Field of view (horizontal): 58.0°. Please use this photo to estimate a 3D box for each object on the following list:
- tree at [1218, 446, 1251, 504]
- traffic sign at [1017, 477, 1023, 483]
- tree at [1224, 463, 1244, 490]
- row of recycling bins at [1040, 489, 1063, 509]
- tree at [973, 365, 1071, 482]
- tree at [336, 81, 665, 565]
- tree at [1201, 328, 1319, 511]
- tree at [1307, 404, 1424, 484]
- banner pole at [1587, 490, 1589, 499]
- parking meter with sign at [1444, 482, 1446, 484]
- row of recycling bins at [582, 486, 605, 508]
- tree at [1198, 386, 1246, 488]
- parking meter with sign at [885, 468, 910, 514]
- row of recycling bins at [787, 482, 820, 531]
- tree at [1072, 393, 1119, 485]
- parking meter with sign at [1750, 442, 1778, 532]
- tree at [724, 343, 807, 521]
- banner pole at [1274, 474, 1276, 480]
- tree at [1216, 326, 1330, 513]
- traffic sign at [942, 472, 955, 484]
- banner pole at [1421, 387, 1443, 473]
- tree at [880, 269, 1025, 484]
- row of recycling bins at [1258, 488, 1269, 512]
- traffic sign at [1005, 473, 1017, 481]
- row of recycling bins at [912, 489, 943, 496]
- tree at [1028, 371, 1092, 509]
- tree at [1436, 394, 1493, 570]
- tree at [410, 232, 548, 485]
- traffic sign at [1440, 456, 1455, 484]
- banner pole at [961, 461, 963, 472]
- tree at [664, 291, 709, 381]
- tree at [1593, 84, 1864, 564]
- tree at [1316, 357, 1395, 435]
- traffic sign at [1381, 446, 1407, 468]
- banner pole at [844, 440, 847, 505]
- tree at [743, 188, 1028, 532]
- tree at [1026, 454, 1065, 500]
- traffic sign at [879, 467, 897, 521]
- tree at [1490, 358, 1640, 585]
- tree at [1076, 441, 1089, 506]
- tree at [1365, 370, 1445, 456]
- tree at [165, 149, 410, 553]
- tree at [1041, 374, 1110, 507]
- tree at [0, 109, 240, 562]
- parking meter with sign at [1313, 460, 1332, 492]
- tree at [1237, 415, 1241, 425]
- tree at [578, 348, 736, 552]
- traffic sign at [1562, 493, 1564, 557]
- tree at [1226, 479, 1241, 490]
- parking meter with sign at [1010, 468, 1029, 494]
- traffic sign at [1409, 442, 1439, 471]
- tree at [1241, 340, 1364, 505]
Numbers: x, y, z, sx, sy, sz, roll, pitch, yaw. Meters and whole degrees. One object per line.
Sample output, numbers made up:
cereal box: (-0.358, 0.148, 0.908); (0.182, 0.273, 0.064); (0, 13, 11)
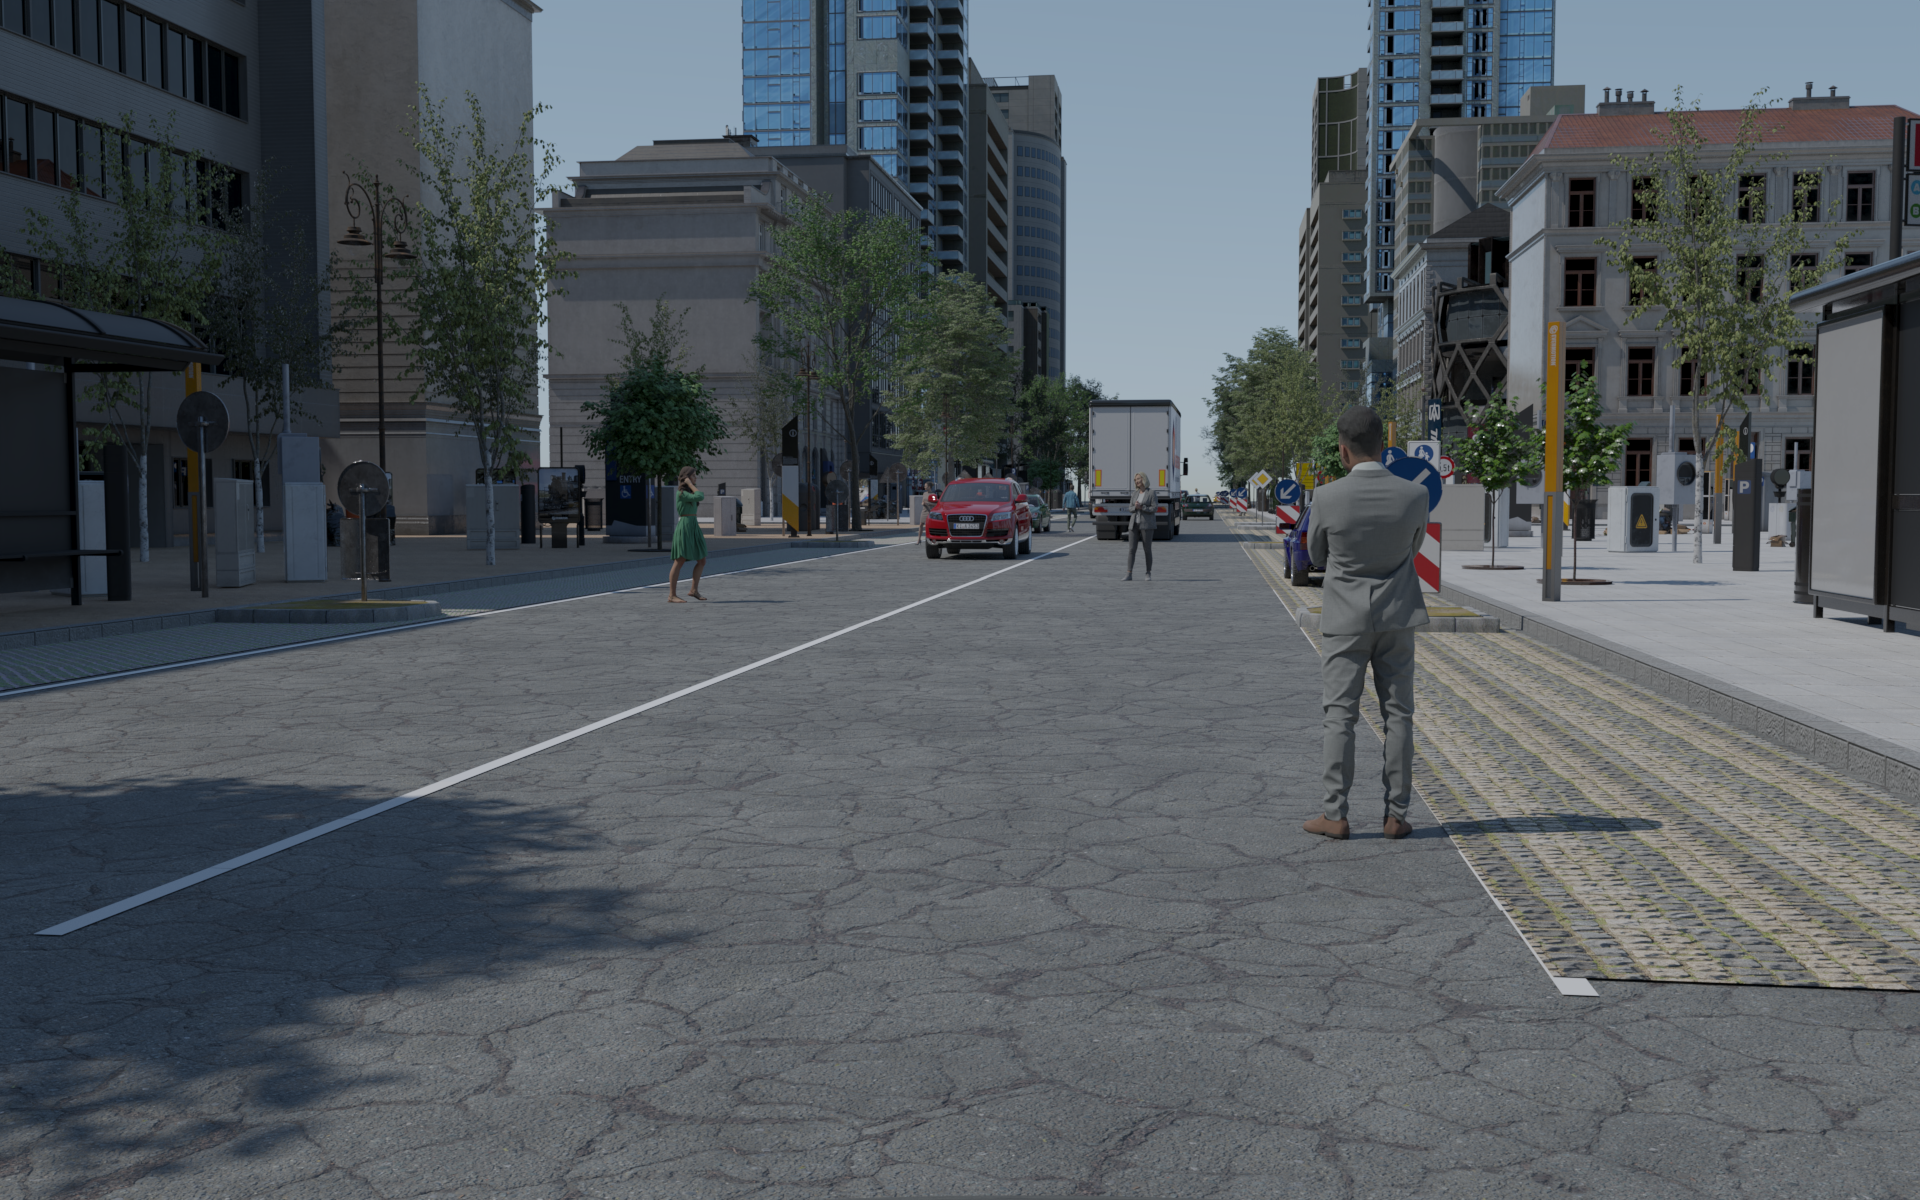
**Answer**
tree: (38.926, -19.164, 239.090); (9.928, 11.665, 9.643); (0, 3, 0)
traffic sign: (4.337, -7.895, 129.186); (0.768, 2.556, 0.104); (1, 4, 12)
tree: (40.055, -18.388, 250.999); (4.360, 8.622, 3.978); (0, 3, 0)
row of recycling bins: (7.820, -8.820, 151.317); (1.069, 1.692, 3.534); (-2, 4, -30)
tree: (4.168, -11.463, 121.840); (8.767, 10.594, 7.601); (2, 4, 30)
tree: (-8.611, -4.922, 30.841); (4.737, 8.622, 4.395); (0, 3, 0)
tree: (23.556, -13.947, 134.687); (9.857, 13.997, 8.962); (0, 3, 0)
tree: (14.393, -4.846, 62.939); (4.285, 4.588, 4.351); (0, 3, 0)
banner pole: (25.072, -4.795, 68.422); (0.863, 3.779, 0.401); (1, 4, 18)
parking meter with sign: (30.972, -7.044, 111.429); (0.543, 3.016, 1.738); (3, 5, 43)
row of recycling bins: (-30.260, -8.159, 140.518); (1.069, 1.692, 3.534); (2, 4, 24)
tree: (31.117, -17.066, 189.399); (12.009, 13.543, 11.850); (0, 3, 0)
parking meter with sign: (-4.188, -7.181, 113.673); (1.738, 3.016, 0.543); (1, 4, 17)
row of recycling bins: (-5.563, -3.305, 61.145); (1.069, 1.692, 3.534); (0, 4, 2)
tree: (18.065, -18.970, 216.812); (9.857, 13.997, 8.962); (0, 3, 0)
parking meter with sign: (27.491, -3.827, 58.837); (1.738, 3.016, 0.543); (-1, 4, -16)
tree: (-9.145, -8.113, 83.013); (4.360, 8.622, 3.978); (0, 3, 0)
banner pole: (26.179, -9.423, 144.076); (0.401, 3.779, 0.863); (2, 4, 25)
tree: (21.491, -12.172, 117.132); (7.486, 12.596, 7.792); (0, 3, 0)
traffic sign: (-0.659, -6.014, 98.436); (0.768, 2.556, 0.104); (1, 4, 12)
banner pole: (10.910, -3.074, 40.274); (0.401, 3.779, 0.863); (-2, 4, -24)
tree: (-0.091, -10.367, 87.622); (7.486, 12.596, 7.792); (0, 3, 0)
row of recycling bins: (22.355, -7.340, 127.116); (1.069, 1.692, 3.534); (0, 4, 7)
traffic sign: (3.075, -6.455, 105.640); (0.768, 2.556, 0.104); (1, 4, 14)
row of recycling bins: (-2.255, -8.339, 143.463); (3.534, 1.692, 1.069); (1, 4, 15)
tree: (7.605, -13.522, 146.834); (9.928, 11.665, 9.643); (0, 3, 0)
tree: (9.230, -2.134, 29.493); (1.663, 3.219, 1.824); (0, 3, 0)
tree: (-13.357, -6.013, 48.669); (4.360, 8.622, 3.978); (0, 3, 0)
traffic sign: (16.057, -3.516, 57.593); (0.768, 2.556, 0.104); (1, 4, 17)
banner pole: (0.090, -6.472, 95.831); (0.401, 3.779, 0.863); (0, 4, 6)
tree: (-11.390, -6.933, 63.724); (4.737, 8.622, 4.395); (0, 3, 0)
tree: (13.841, -4.971, 31.642); (4.737, 8.622, 4.395); (0, 3, 0)
tree: (21.030, -8.697, 92.563); (4.360, 8.622, 3.978); (0, 3, 0)
traffic sign: (11.610, -2.835, 46.455); (0.768, 2.556, 0.104); (1, 4, 14)
banner pole: (-5.308, -5.516, 80.197); (0.401, 3.779, 0.863); (0, 4, -7)
tree: (-3.712, -8.188, 59.621); (9.928, 11.665, 9.643); (0, 3, 0)
tree: (6.743, -9.422, 137.756); (4.285, 4.588, 4.351); (0, 3, 0)
traffic sign: (-3.420, -5.011, 81.936); (0.884, 2.594, 0.081); (1, 4, 11)
tree: (8.865, -1.836, 24.614); (1.663, 3.219, 1.824); (0, 3, 0)
tree: (13.955, -14.642, 189.751); (4.737, 8.622, 4.395); (0, 3, 0)
tree: (26.781, -9.379, 103.706); (4.737, 8.622, 4.395); (0, 3, 0)
tree: (-15.144, -5.342, 37.710); (4.360, 8.622, 3.978); (0, 3, 0)
tree: (11.536, -15.206, 165.633); (9.611, 12.733, 9.660); (0, 3, 0)
tree: (-15.733, -5.035, 32.689); (4.737, 8.622, 4.395); (0, 3, 0)
parking meter with sign: (18.387, -5.481, 85.882); (1.738, 3.016, 0.543); (0, 4, 2)
tree: (19.157, -9.414, 104.277); (4.737, 8.622, 4.395); (0, 3, 0)
tree: (-6.687, -3.372, 38.846); (4.285, 4.588, 4.351); (0, 3, 0)
traffic sign: (12.331, -2.164, 35.484); (0.768, 2.556, 0.104); (1, 4, 15)
tree: (46.383, -18.767, 290.550); (4.285, 4.588, 4.351); (0, 3, 0)
parking meter with sign: (4.250, -7.366, 116.688); (1.738, 3.016, 0.543); (2, 4, 34)
traffic sign: (8.951, -1.917, 33.480); (0.606, 2.300, 0.079); (1, 4, 12)
tree: (16.241, -8.085, 82.557); (4.737, 8.622, 4.395); (0, 3, 0)
